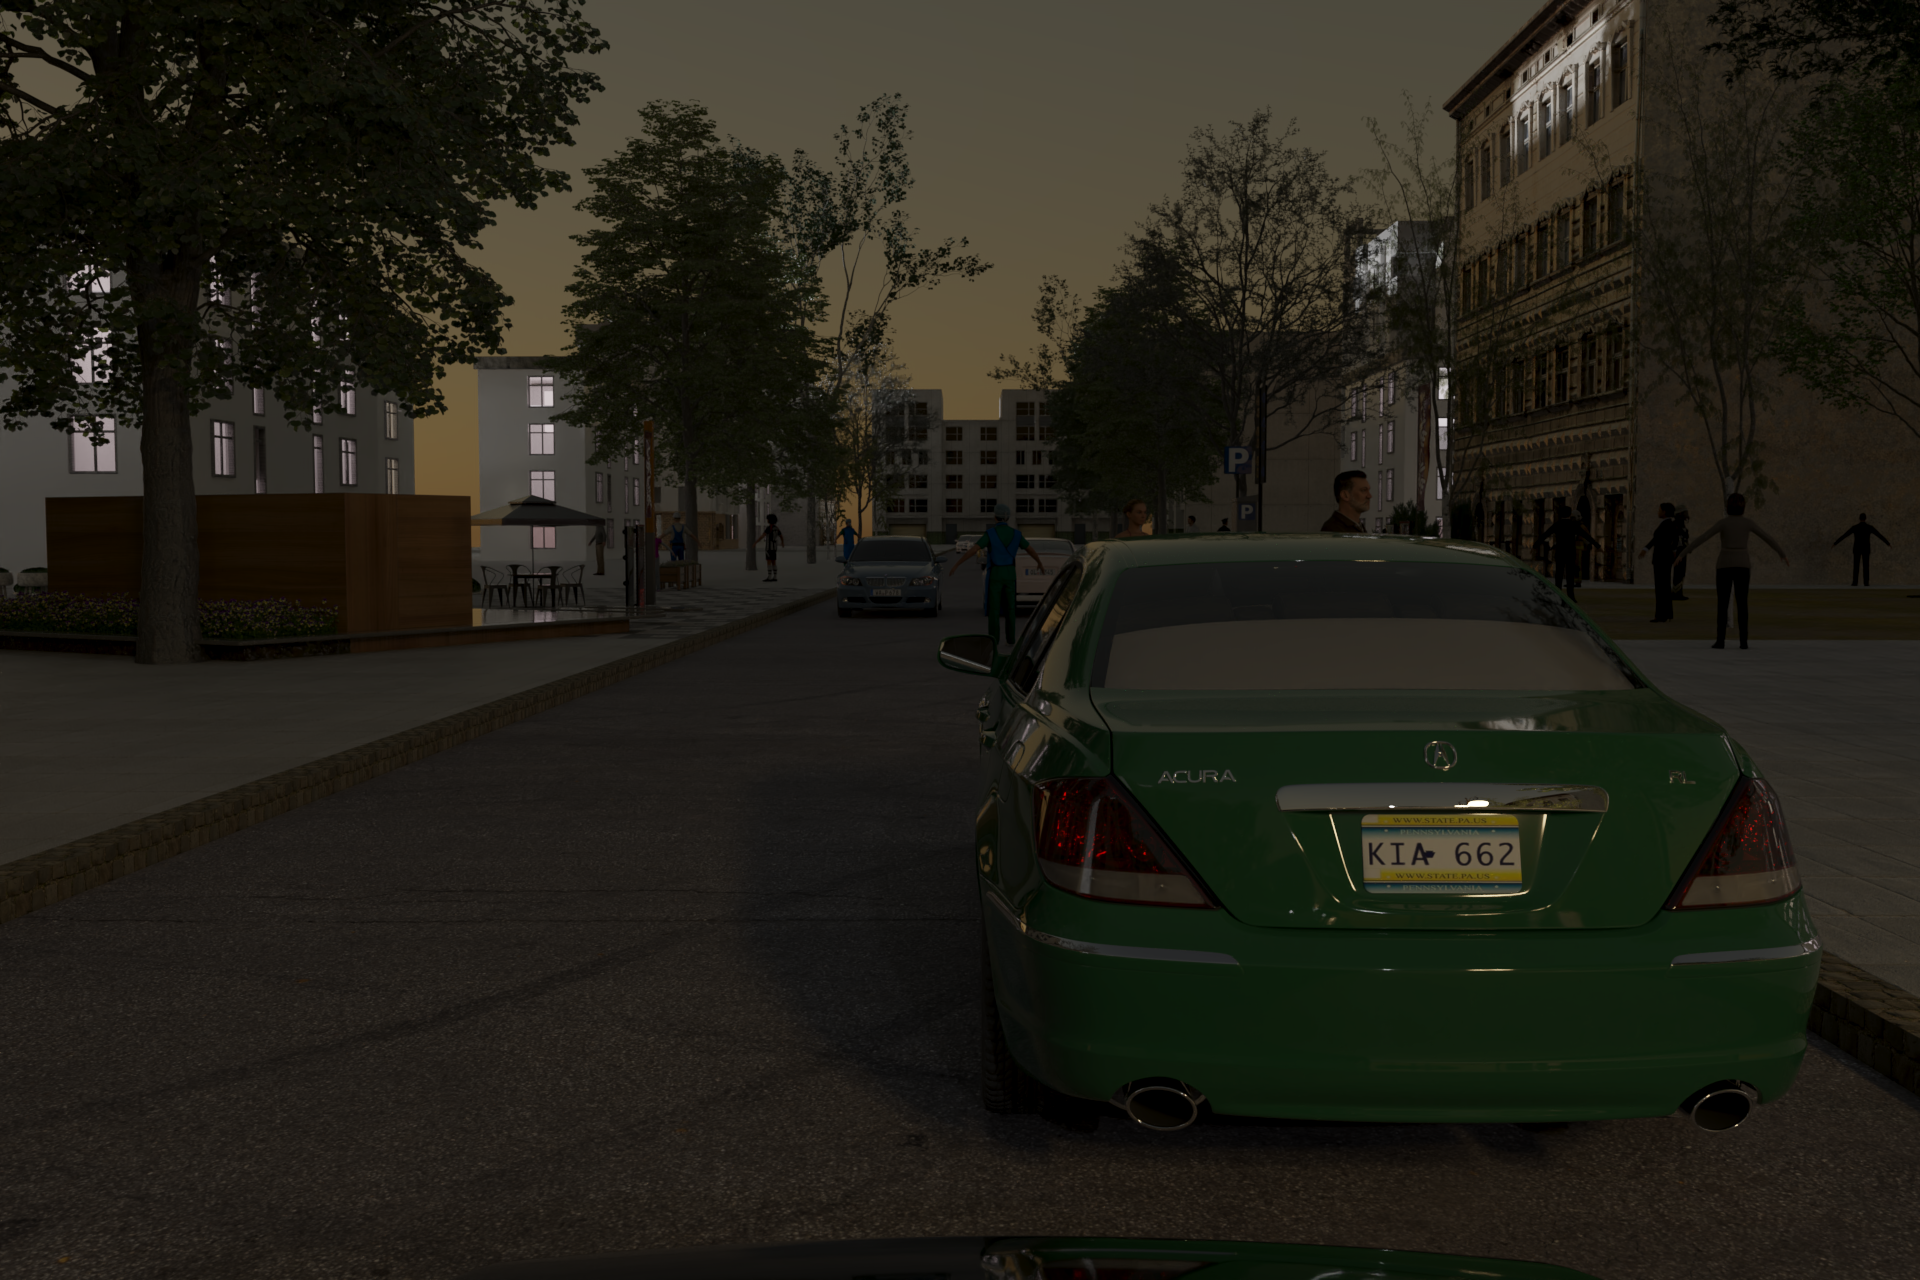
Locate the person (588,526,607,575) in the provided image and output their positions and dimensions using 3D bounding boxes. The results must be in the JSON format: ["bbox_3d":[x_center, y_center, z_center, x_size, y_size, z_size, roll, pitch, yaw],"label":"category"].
[{"bbox_3d":[-11.223,-2.910,53.844,0.705,1.796,1.348,-2,4,-32],"label":"person"}]

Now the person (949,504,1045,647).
[{"bbox_3d":[0.512,-0.825,22.068,1.347,1.817,0.704,-2,4,-25],"label":"person"}]

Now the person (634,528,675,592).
[{"bbox_3d":[-6.752,-1.764,38.104,0.991,1.433,0.599,0,4,-2],"label":"person"}]

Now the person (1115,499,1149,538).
[{"bbox_3d":[1.564,-0.344,14.879,1.217,1.733,0.721,-2,4,-34],"label":"person"}]

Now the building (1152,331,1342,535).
[{"bbox_3d":[27.525,-17.944,159.842,16.747,18.905,31.486,0,4,1],"label":"building"}]

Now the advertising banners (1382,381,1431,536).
[{"bbox_3d":[5.384,-1.512,20.917,0.090,3.025,2.074,0,4,1],"label":"advertising banners"}]

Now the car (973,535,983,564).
[{"bbox_3d":[1.665,-4.608,85.564,2.015,1.641,3.980,0,3,0],"label":"car"}]

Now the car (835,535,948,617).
[{"bbox_3d":[-1.217,-1.182,31.326,2.014,1.417,4.499,0,4,1],"label":"car"}]

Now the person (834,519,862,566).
[{"bbox_3d":[-3.840,-3.298,60.054,1.347,1.817,0.704,-3,4,-37],"label":"person"}]

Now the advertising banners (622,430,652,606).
[{"bbox_3d":[-5.321,-1.990,28.731,0.090,3.025,2.074,0,4,3],"label":"advertising banners"}]

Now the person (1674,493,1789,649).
[{"bbox_3d":[8.645,-0.773,19.398,1.215,1.744,0.721,1,4,11],"label":"person"}]

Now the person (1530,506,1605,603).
[{"bbox_3d":[11.257,-1.590,32.182,1.347,1.806,0.705,2,4,32],"label":"person"}]

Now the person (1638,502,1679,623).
[{"bbox_3d":[10.164,-1.130,25.203,0.721,1.740,1.216,3,5,43],"label":"person"}]

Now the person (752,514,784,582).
[{"bbox_3d":[-5.105,-2.478,46.657,0.704,1.843,1.345,2,4,31],"label":"person"}]

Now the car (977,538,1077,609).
[{"bbox_3d":[1.360,-1.181,31.679,2.083,1.381,4.827,0,3,0],"label":"car"}]

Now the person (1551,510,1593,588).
[{"bbox_3d":[14.753,-2.193,41.622,0.705,1.858,1.354,-1,4,-22],"label":"person"}]

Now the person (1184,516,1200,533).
[{"bbox_3d":[6.543,-2.629,49.170,0.705,1.806,1.347,-2,4,-27],"label":"person"}]

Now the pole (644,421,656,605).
[{"bbox_3d":[-5.609,-2.292,31.313,0.158,3.312,0.155,0,3,0],"label":"pole"}]

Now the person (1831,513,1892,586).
[{"bbox_3d":[22.222,-2.230,42.683,1.346,1.802,0.704,2,4,23],"label":"person"}]

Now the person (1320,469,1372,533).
[{"bbox_3d":[2.343,-0.104,10.302,0.704,1.812,1.346,3,4,36],"label":"person"}]

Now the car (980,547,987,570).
[{"bbox_3d":[1.689,-3.674,69.853,2.009,1.686,4.222,0,4,0],"label":"car"}]

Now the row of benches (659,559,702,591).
[{"bbox_3d":[-6.680,-1.571,41.151,1.422,0.672,4.104,0,4,-1],"label":"row of benches"}]

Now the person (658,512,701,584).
[{"bbox_3d":[-7.258,-2.358,44.416,1.347,1.847,0.705,-2,4,-25],"label":"person"}]

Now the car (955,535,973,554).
[{"bbox_3d":[0.673,-7.040,127.472,2.083,1.381,4.827,0,4,1],"label":"car"}]

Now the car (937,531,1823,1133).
[{"bbox_3d":[0.973,0.373,5.696,2.131,1.459,4.920,0,4,1],"label":"car"}]

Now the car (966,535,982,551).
[{"bbox_3d":[1.438,-6.421,117.347,2.083,1.381,4.827,0,4,1],"label":"car"}]

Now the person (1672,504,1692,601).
[{"bbox_3d":[13.959,-1.696,33.514,0.705,1.856,1.354,2,4,29],"label":"person"}]

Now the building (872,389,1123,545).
[{"bbox_3d":[5.111,-21.347,217.940,31.486,18.905,16.747,0,4,0],"label":"building"}]

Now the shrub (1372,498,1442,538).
[{"bbox_3d":[9.768,-2.067,37.840,1.661,2.075,1.752,0,3,0],"label":"shrub"}]

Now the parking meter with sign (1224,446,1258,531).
[{"bbox_3d":[5.501,-2.287,33.651,0.543,3.016,1.738,0,4,1],"label":"parking meter with sign"}]

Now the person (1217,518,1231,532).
[{"bbox_3d":[8.996,-3.229,58.734,0.705,1.837,1.347,-3,4,-38],"label":"person"}]

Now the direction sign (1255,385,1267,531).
[{"bbox_3d":[4.642,-2.127,26.776,0.379,3.537,0.876,0,4,0],"label":"direction sign"}]
